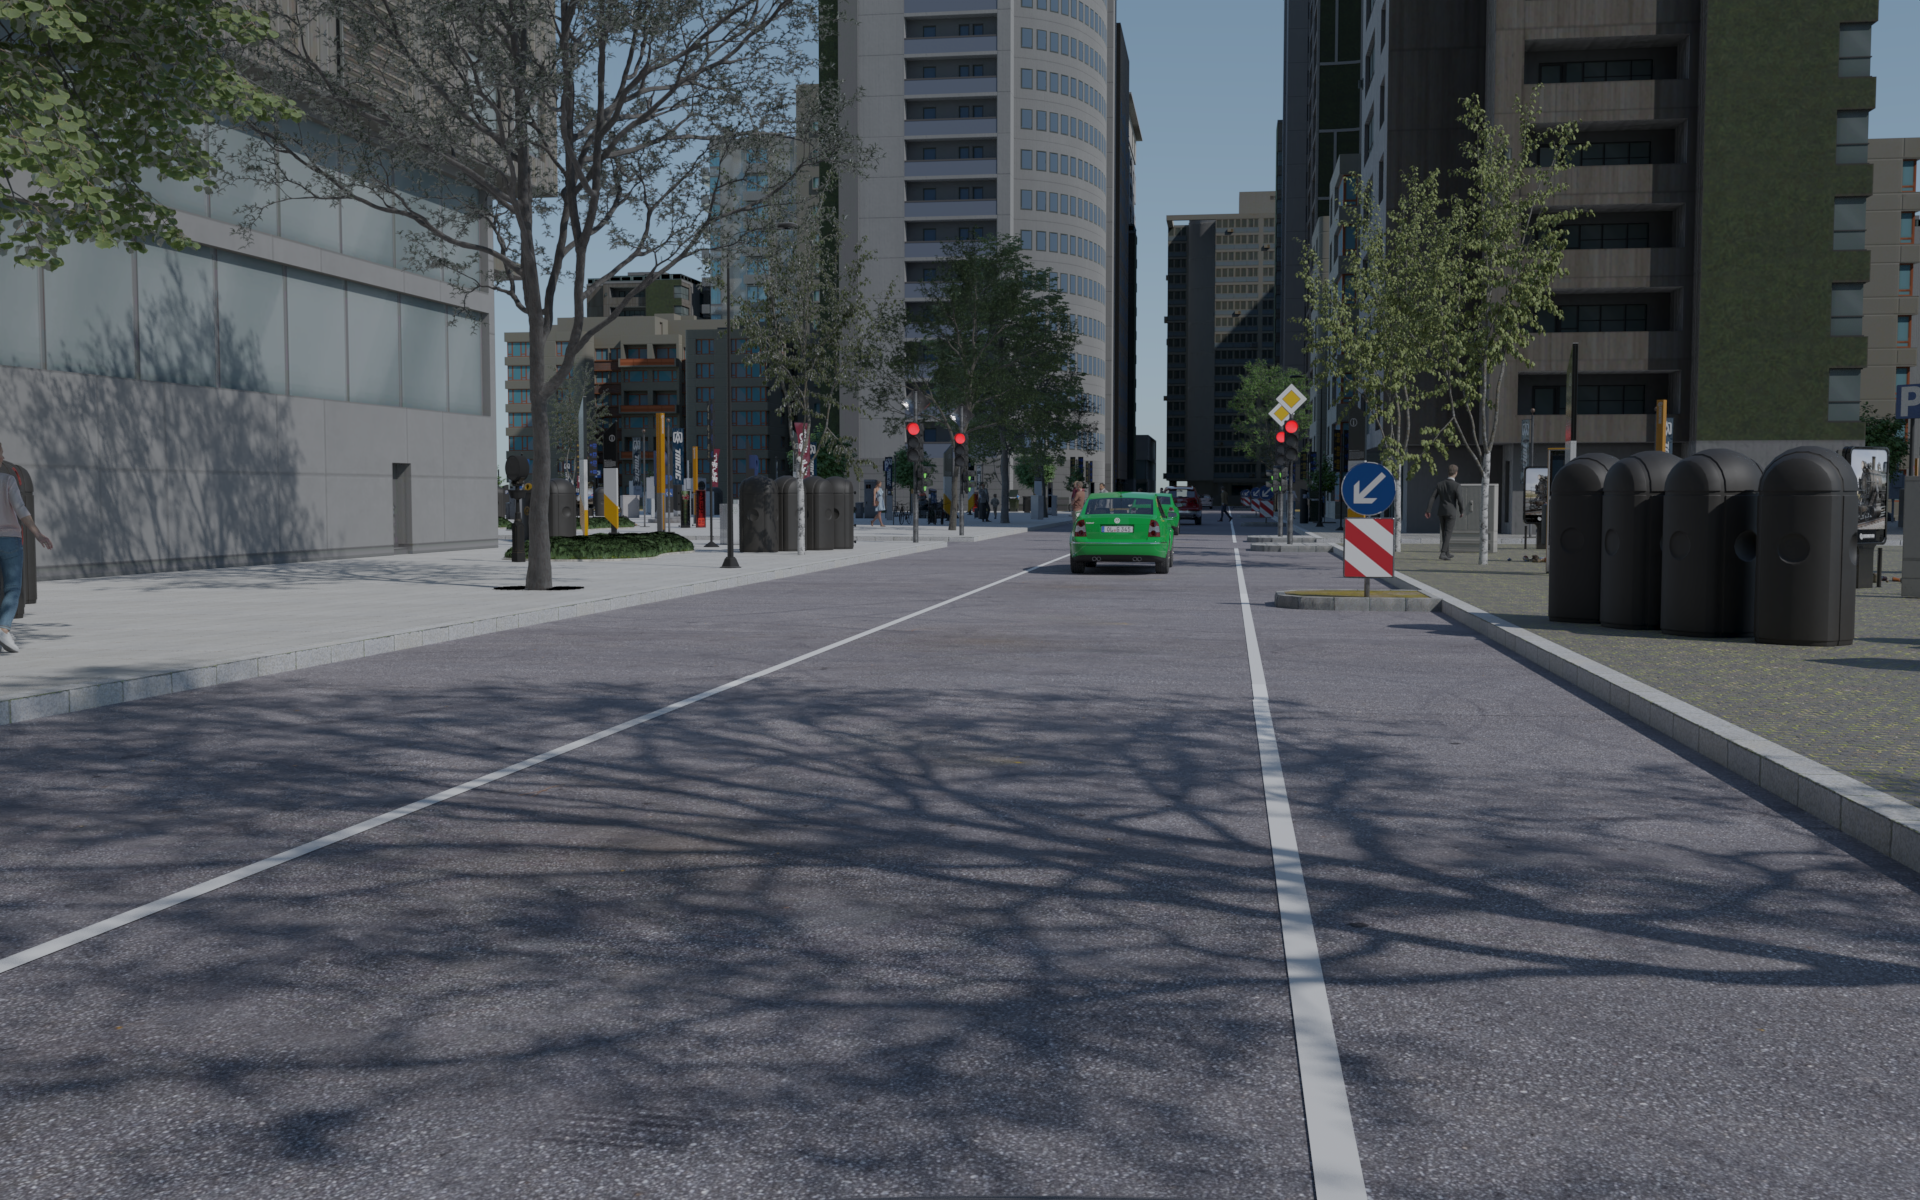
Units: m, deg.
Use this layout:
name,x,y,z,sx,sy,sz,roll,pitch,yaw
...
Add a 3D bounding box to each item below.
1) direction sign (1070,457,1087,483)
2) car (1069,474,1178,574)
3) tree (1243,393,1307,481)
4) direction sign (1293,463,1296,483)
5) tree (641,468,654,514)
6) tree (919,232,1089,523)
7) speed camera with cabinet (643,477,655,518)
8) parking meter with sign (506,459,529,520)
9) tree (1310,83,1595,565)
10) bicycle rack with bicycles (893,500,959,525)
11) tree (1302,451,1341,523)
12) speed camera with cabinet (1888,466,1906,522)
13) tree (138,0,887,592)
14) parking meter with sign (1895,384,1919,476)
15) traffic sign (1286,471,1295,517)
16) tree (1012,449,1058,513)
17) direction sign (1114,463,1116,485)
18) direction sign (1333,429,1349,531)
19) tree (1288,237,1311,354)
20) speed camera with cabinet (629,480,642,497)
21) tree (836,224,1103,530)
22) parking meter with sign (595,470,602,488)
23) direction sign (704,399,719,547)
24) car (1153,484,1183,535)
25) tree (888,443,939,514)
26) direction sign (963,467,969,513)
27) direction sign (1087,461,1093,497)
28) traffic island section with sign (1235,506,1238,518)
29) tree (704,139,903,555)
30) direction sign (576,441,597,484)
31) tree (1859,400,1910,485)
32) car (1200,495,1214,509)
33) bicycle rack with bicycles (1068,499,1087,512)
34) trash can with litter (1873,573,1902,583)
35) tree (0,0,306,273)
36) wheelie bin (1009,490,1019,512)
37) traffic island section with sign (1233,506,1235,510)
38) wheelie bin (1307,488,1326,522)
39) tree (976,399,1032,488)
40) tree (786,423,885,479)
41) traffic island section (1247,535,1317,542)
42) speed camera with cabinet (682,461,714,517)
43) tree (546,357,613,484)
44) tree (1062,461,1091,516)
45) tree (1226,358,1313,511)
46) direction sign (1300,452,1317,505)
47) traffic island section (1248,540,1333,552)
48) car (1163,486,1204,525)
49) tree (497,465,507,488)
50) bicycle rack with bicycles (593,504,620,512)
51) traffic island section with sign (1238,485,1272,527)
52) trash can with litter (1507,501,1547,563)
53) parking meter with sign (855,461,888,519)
name,x,y,z,sx,sy,sz,roll,pitch,yaw
direction sign,7.077,-6.915,105.050,0.876,3.537,0.379,2,4,29
car,3.093,-1.454,32.566,1.959,1.807,4.718,1,4,9
tree,22.217,-10.454,121.279,4.360,8.622,3.978,0,3,0
direction sign,24.013,-8.138,125.055,0.379,3.537,0.876,-1,4,-13
tree,-19.222,-7.067,110.142,1.663,3.219,1.824,0,3,0
tree,1.583,-9.654,75.969,7.486,12.596,7.792,0,3,0
speed camera with cabinet,-16.205,-5.984,92.168,0.660,3.252,2.038,0,4,2
parking meter with sign,-22.218,-5.533,86.720,0.543,3.016,1.738,-3,5,-43
tree,9.441,-4.963,31.507,4.737,8.622,4.395,0,3,0
bicycle rack with bicycles,-1.628,-3.636,72.830,2.852,0.926,2.925,1,4,8
tree,16.115,-5.013,76.556,1.663,3.219,1.824,0,3,0
speed camera with cabinet,43.145,-5.140,78.367,2.038,3.252,0.660,1,4,20
tree,-5.491,-6.878,22.824,12.009,13.543,11.850,0,3,0
parking meter with sign,15.843,-1.931,27.833,1.738,3.016,0.543,-2,4,-24
traffic sign,18.002,-5.820,95.260,0.768,2.556,0.104,1,4,9
tree,5.125,-8.209,117.926,4.285,4.588,4.351,0,3,0
direction sign,11.363,-8.253,126.933,0.379,3.537,0.876,1,4,15
direction sign,13.432,-4.219,60.972,0.876,3.537,0.379,-3,4,-36
tree,9.479,-5.377,38.278,4.737,8.622,4.395,0,3,0
speed camera with cabinet,-21.071,-7.419,115.629,2.038,3.252,0.660,-3,5,-43
tree,-0.175,-7.712,60.504,8.767,10.594,7.601,-1,4,-20
parking meter with sign,-26.300,-8.054,127.941,0.543,3.016,1.738,1,4,18
direction sign,-6.012,-3.046,41.791,0.379,3.537,0.876,-1,4,-17
car,6.909,-3.224,61.504,1.959,1.807,4.718,1,4,8
tree,-2.968,-7.428,105.155,4.285,4.588,4.351,0,3,0
direction sign,0.581,-7.778,119.163,0.876,3.537,0.379,2,4,34
direction sign,8.829,-7.738,118.517,0.379,3.537,0.876,-2,4,-28
traffic island section with sign,17.628,-5.817,103.738,1.989,1.847,2.006,1,4,9
tree,-3.293,-5.237,35.986,4.360,8.622,3.978,0,3,0
direction sign,-15.898,-5.004,73.815,0.876,3.537,0.379,-1,4,-16
tree,31.756,-4.724,60.952,4.285,4.588,4.351,0,3,0
car,23.446,-9.468,167.163,2.083,1.381,4.827,0,4,8
bicycle rack with bicycles,9.088,-6.885,125.945,2.925,0.926,2.852,2,4,35
trash can with litter,13.873,-0.863,25.173,2.233,1.210,1.678,-1,4,-9
tree,-6.723,-5.649,10.496,7.486,12.596,7.792,0,3,0
wheelie bin,3.872,-7.162,124.999,0.980,1.594,0.693,1,4,19
traffic island section with sign,25.327,-8.873,153.694,1.989,1.847,2.006,1,4,9
wheelie bin,16.419,-4.425,80.256,0.980,1.594,0.693,0,4,4
tree,2.571,-9.304,102.482,4.360,8.622,3.978,0,3,0
tree,-6.319,-5.867,79.640,4.285,4.588,4.351,0,3,0
traffic island section,9.655,-1.824,52.110,2.009,0.180,2.903,1,4,9
speed camera with cabinet,-15.621,-6.632,102.775,2.038,3.252,0.660,-3,4,-39
tree,-20.991,-8.792,94.117,4.360,8.622,3.978,0,3,0
tree,6.876,-6.443,99.940,1.663,3.219,1.824,0,3,0
tree,24.086,-12.633,132.302,9.928,11.665,9.643,0,3,0
direction sign,18.616,-6.154,92.615,0.876,3.537,0.379,2,4,24
traffic island section,8.439,-1.342,44.218,2.009,0.180,2.903,1,4,9
car,10.415,-4.486,82.012,2.281,1.827,5.304,0,4,7
tree,-26.979,-6.414,99.462,1.663,3.219,1.824,0,3,0
bicycle rack with bicycles,-24.351,-6.385,117.775,2.925,0.926,2.852,1,4,16
traffic island section with sign,13.515,-4.188,77.097,1.989,1.847,2.006,1,4,9
trash can with litter,11.317,-1.341,32.989,1.678,1.210,2.233,1,4,18
parking meter with sign,-4.663,-5.794,91.000,1.738,3.016,0.543,1,4,21
